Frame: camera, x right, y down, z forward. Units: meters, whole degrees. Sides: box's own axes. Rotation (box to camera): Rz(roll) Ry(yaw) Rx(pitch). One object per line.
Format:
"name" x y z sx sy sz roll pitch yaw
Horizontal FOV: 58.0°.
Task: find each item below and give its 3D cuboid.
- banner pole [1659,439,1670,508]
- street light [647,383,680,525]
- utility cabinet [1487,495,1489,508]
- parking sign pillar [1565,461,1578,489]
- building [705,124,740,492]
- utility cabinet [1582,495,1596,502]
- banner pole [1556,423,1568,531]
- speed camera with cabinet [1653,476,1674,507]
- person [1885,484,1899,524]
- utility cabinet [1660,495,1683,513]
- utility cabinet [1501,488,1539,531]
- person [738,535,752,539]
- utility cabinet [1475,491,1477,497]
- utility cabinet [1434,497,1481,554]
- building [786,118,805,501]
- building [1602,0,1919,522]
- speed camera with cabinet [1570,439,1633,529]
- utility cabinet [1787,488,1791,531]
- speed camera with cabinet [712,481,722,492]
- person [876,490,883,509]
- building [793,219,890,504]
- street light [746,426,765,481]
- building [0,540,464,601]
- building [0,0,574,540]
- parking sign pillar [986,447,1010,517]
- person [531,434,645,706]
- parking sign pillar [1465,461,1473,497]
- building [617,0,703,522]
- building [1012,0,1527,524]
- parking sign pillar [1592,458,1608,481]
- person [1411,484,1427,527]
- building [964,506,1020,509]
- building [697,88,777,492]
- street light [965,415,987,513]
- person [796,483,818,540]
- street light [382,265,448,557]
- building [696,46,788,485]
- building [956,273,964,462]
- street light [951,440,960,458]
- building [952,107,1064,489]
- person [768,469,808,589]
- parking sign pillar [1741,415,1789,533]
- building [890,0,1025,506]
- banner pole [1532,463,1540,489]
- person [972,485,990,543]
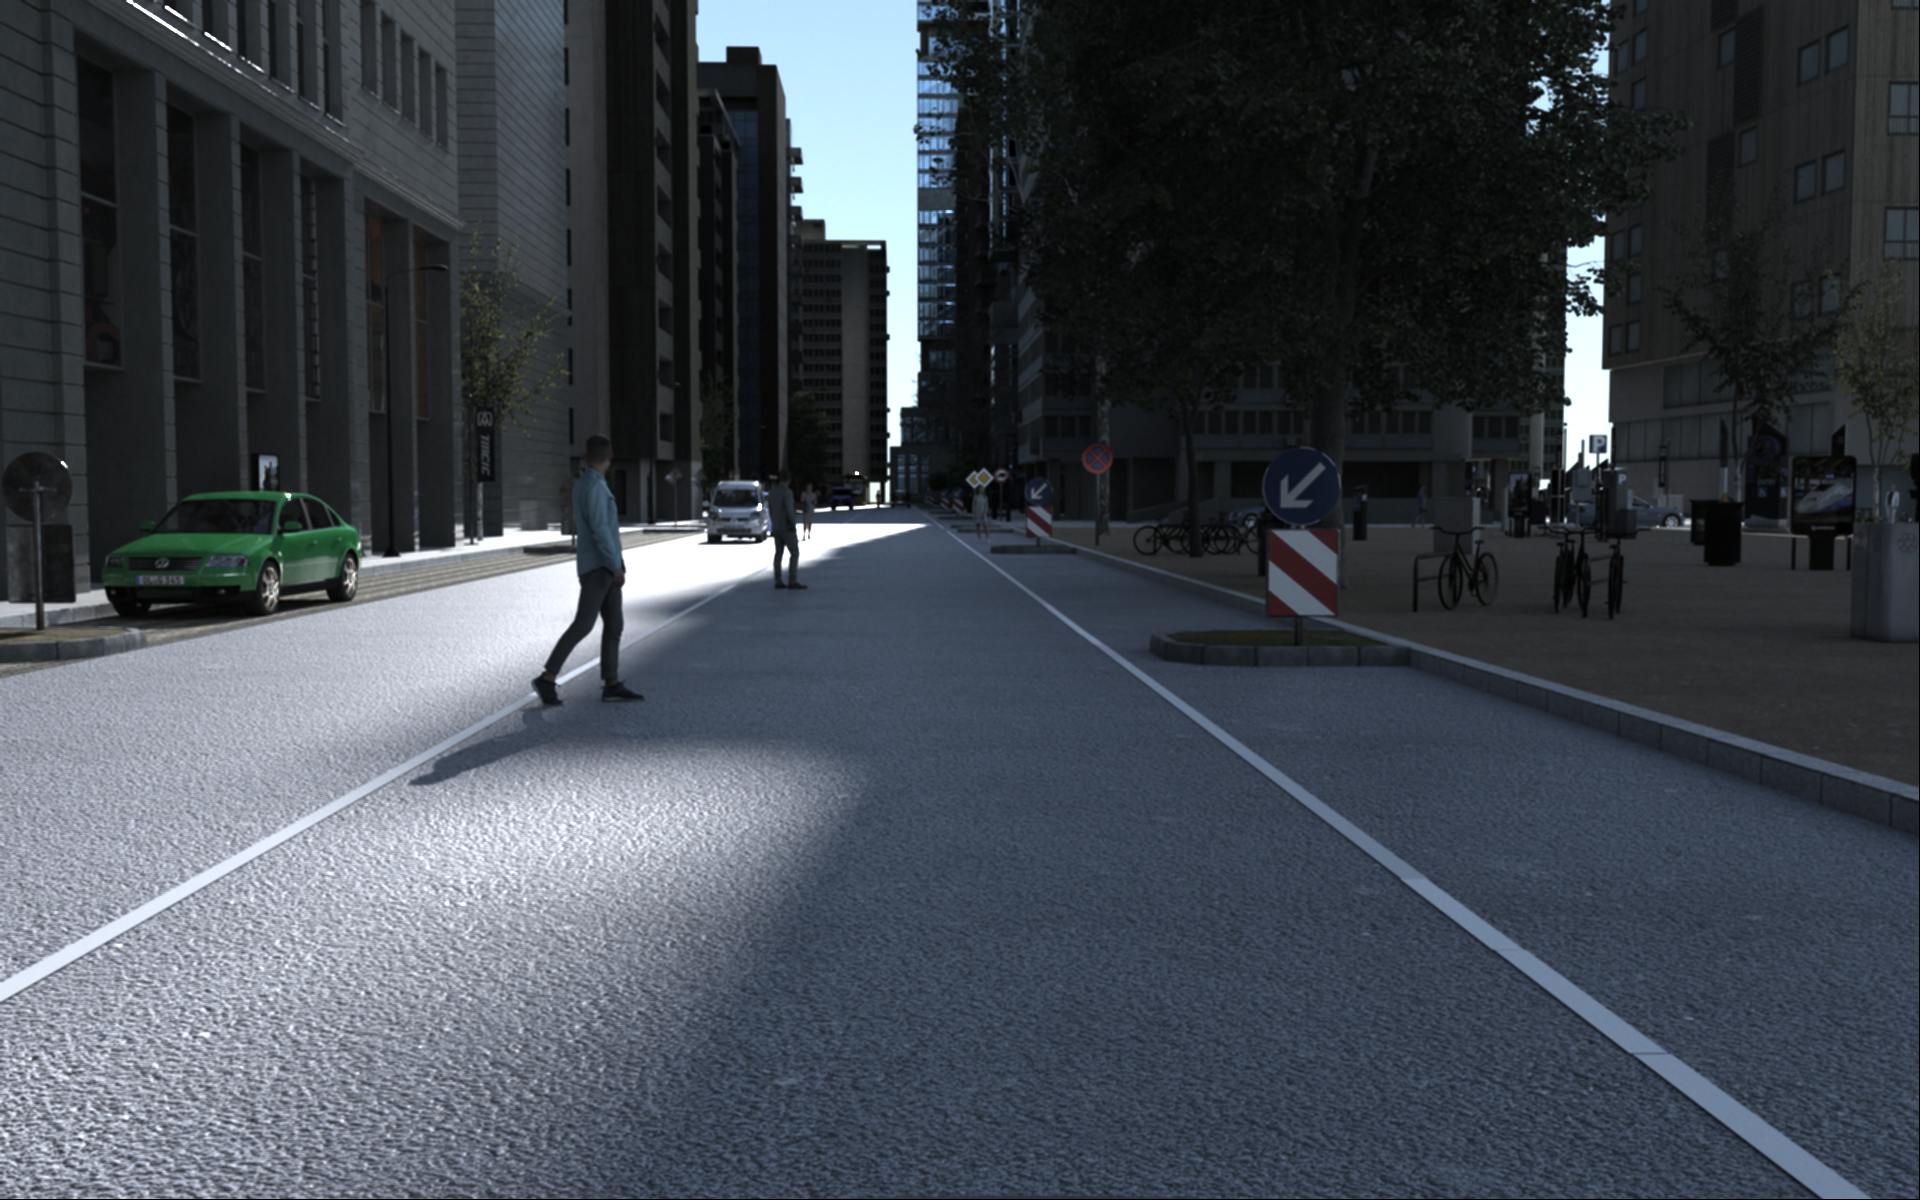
"banner pole" 32.067 -5.431 78.819 0.401 3.779 0.863 -1 4 -15
"street light" -12.436 -6.128 72.734 1.470 5.913 1.316 0 4 -2
"utility cabinet" 41.042 -7.510 133.952 1.020 1.237 0.306 3 4 39
"parking sign pillar" 49.817 -9.334 141.087 1.447 3.967 1.447 -2 4 -32
"building" -24.971 -22.236 135.268 14.160 30.474 14.107 0 4 -2
"utility cabinet" 31.619 -4.609 86.511 1.020 1.237 0.306 2 4 34
"banner pole" 21.139 -4.335 60.900 0.401 3.779 0.863 -1 4 -9
"speed camera with cabinet" 36.690 -5.870 90.308 0.660 3.252 2.038 3 4 37
"person" 38.882 -3.909 72.289 0.514 1.842 0.818 2 4 28
"utility cabinet" 34.566 -4.462 84.120 1.020 1.237 0.306 2 4 26
"utility cabinet" 18.943 -3.055 58.635 1.173 1.500 0.318 0 4 -5
"person" -6.791 -2.842 54.883 0.656 1.842 0.836 -2 4 -26
"utility cabinet" 39.424 -7.585 132.689 1.173 1.500 0.318 3 4 36
"utility cabinet" 10.696 -1.597 37.273 0.306 1.237 1.020 -2 4 -35
"building" -34.364 -36.074 209.424 30.456 49.044 23.786 0 4 -2
"building" 51.497 -30.556 88.837 27.495 52.752 28.713 0 4 -2
"speed camera with cabinet" 23.222 -4.177 62.632 2.038 3.252 0.660 1 4 17
"utility cabinet" 28.225 -3.115 59.613 0.318 1.500 1.173 -3 4 -38
"speed camera with cabinet" -16.334 -7.789 121.680 2.038 3.252 0.660 -2 4 -27
"person" -7.921 -9.803 168.718 0.705 1.831 1.348 -2 4 -31
"building" -22.010 -33.985 247.541 23.993 40.220 32.217 0 4 -2
"street light" -14.036 -8.932 118.583 1.470 5.913 1.316 0 4 -2
"building" -17.076 -15.256 26.920 11.434 29.767 29.804 0 4 -2
"building" -28.761 -17.070 56.579 29.804 29.767 11.434 0 4 -2
"parking sign pillar" 1.977 -6.782 99.352 1.447 3.967 1.447 0 4 1
"person" -2.553 -0.215 11.882 0.748 1.841 0.638 0 4 -7
"parking sign pillar" 28.776 -6.703 98.058 1.447 3.967 1.447 1 4 15
"building" -19.840 -18.858 80.034 14.160 30.474 14.107 0 4 -2
"building" 15.225 -24.257 88.486 23.993 40.220 32.217 0 4 -2
"parking sign pillar" 48.275 -8.693 130.599 1.447 3.967 1.447 -3 5 -42
"person" 18.405 -3.718 69.318 0.654 1.822 0.581 1 4 14
"building" 11.550 -52.001 162.879 22.319 86.520 31.000 0 4 -2
"building" -33.415 -28.549 158.662 32.217 40.220 23.993 0 4 -2
"street light" 0.974 -7.925 102.112 1.470 5.913 1.316 0 4 -2
"person" -4.813 -2.784 54.380 0.716 1.782 0.532 -2 4 -23
"street light" -11.086 -3.837 35.275 1.470 5.913 1.316 0 4 -2
"building" -25.148 -32.279 177.878 14.600 45.320 14.200 0 4 -2
"building" 6.395 -27.210 216.576 14.160 30.474 14.107 0 4 -2
"street light" -0.589 -10.729 147.962 1.470 5.913 1.316 0 4 -2
"building" 10.312 -33.040 194.820 22.147 44.769 28.867 0 4 -2
"person" -2.660 -1.079 26.243 0.635 1.810 0.391 3 4 39
"parking sign pillar" 26.680 -4.208 57.280 1.447 3.967 1.447 -2 4 -28
"building" 5.645 -56.854 242.239 31.000 86.520 22.319 0 4 -2
"banner pole" 46.334 -9.149 139.596 0.863 3.779 0.401 0 4 2
"person" 0.613 -2.546 51.134 0.512 1.701 0.522 0 4 -2
